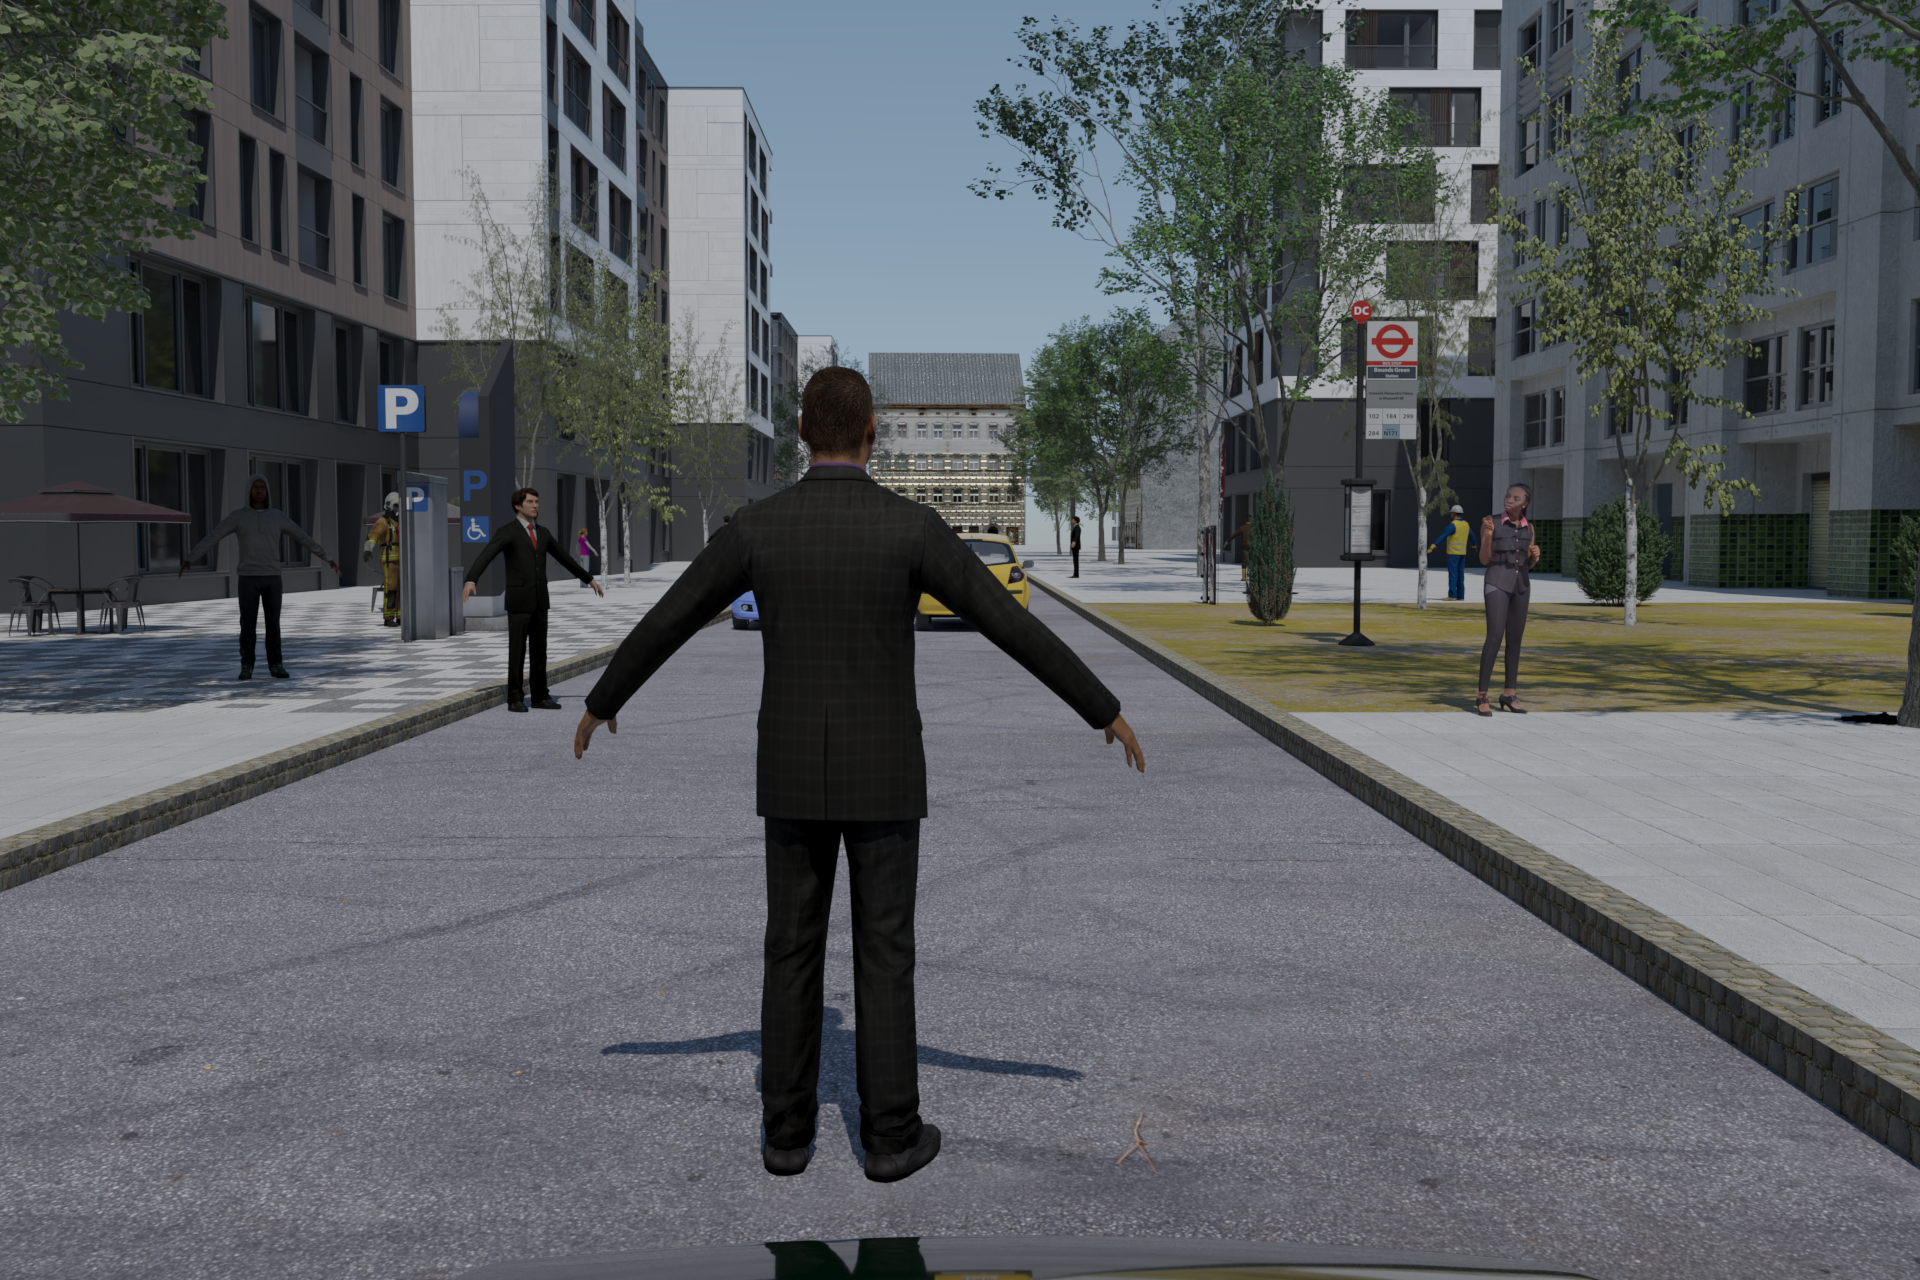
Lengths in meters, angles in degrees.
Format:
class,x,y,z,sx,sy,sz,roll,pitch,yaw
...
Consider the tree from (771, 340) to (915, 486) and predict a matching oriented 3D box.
class,x,y,z,sx,sy,sz,roll,pitch,yaw
tree,-8.357,-12.182,109.548,12.009,13.543,11.850,0,3,0

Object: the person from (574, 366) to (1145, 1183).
class,x,y,z,sx,sy,sz,roll,pitch,yaw
person,-0.263,0.291,3.920,1.346,1.802,0.704,1,4,10

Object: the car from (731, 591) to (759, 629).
class,x,y,z,sx,sy,sz,roll,pitch,yaw
car,-2.576,-1.076,27.183,1.945,1.707,3.694,0,3,0

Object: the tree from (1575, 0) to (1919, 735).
class,x,y,z,sx,sy,sz,roll,pitch,yaw
tree,6.602,-5.218,11.069,9.928,11.665,9.643,0,3,0

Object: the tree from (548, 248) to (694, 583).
class,x,y,z,sx,sy,sz,roll,pitch,yaw
tree,-8.658,-5.767,44.652,4.737,8.622,4.395,0,3,0

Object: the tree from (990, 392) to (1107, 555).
class,x,y,z,sx,sy,sz,roll,pitch,yaw
tree,5.935,-10.642,108.404,7.601,10.594,8.767,2,4,25

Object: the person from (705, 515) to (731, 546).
class,x,y,z,sx,sy,sz,roll,pitch,yaw
person,-6.929,-2.790,51.553,1.347,1.837,0.705,0,4,-5

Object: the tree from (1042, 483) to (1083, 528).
class,x,y,z,sx,sy,sz,roll,pitch,yaw
tree,6.690,-10.135,116.066,4.737,8.622,4.395,0,3,0

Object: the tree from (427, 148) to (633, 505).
class,x,y,z,sx,sy,sz,roll,pitch,yaw
tree,-8.532,-5.077,33.378,4.360,8.622,3.978,0,3,0

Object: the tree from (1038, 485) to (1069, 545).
class,x,y,z,sx,sy,sz,roll,pitch,yaw
tree,11.212,-15.554,204.666,4.737,8.622,4.395,0,3,0

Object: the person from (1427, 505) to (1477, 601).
class,x,y,z,sx,sy,sz,roll,pitch,yaw
person,9.500,-1.668,33.233,1.349,1.833,0.705,-2,4,-34

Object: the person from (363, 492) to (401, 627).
class,x,y,z,sx,sy,sz,roll,pitch,yaw
person,-7.818,-1.117,24.039,0.705,1.858,1.354,2,4,25

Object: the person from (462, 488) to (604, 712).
class,x,y,z,sx,sy,sz,roll,pitch,yaw
person,-3.495,-0.332,14.066,0.705,1.806,1.347,3,5,40

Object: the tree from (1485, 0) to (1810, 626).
class,x,y,z,sx,sy,sz,roll,pitch,yaw
tree,9.349,-4.495,23.863,4.737,8.622,4.395,0,3,0

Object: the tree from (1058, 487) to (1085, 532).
class,x,y,z,sx,sy,sz,roll,pitch,yaw
tree,13.696,-15.841,209.363,4.360,8.622,3.978,0,3,0

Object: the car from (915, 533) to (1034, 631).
class,x,y,z,sx,sy,sz,roll,pitch,yaw
car,0.174,-1.027,27.007,2.015,1.641,3.980,0,3,0

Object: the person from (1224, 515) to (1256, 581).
class,x,y,z,sx,sy,sz,roll,pitch,yaw
person,7.824,-2.497,46.958,1.346,1.812,0.704,1,4,13

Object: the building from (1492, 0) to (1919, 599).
class,x,y,z,sx,sy,sz,roll,pitch,yaw
building,26.206,-10.726,41.834,16.747,18.905,31.486,0,3,0

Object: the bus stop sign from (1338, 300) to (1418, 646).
class,x,y,z,sx,sy,sz,roll,pitch,yaw
bus stop sign,4.799,-1.907,19.879,0.855,3.939,0.416,0,4,0

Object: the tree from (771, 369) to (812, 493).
class,x,y,z,sx,sy,sz,roll,pitch,yaw
tree,-9.079,-10.043,98.619,8.767,10.594,7.601,0,4,5

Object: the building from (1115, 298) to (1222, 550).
class,x,y,z,sx,sy,sz,roll,pitch,yaw
building,23.965,-19.507,149.859,19.493,23.208,18.063,0,4,-1

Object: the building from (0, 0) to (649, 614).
class,x,y,z,sx,sy,sz,roll,pitch,yaw
building,-24.916,-12.204,43.506,27.936,21.610,32.646,0,4,1

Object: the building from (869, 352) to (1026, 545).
class,x,y,z,sx,sy,sz,roll,pitch,yaw
building,-1.926,-22.959,208.766,18.063,23.208,19.493,0,4,-3

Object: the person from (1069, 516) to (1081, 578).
class,x,y,z,sx,sy,sz,roll,pitch,yaw
person,3.343,-2.707,50.441,0.705,1.806,1.347,0,4,2

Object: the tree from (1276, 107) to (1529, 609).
class,x,y,z,sx,sy,sz,roll,pitch,yaw
tree,8.115,-4.833,29.375,4.360,8.622,3.978,0,3,0

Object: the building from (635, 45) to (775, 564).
class,x,y,z,sx,sy,sz,roll,pitch,yaw
building,-23.797,-14.265,77.200,27.936,21.610,32.646,0,4,-1

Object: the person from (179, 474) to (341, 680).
class,x,y,z,sx,sy,sz,roll,pitch,yaw
person,-6.210,-0.565,15.372,1.348,1.813,0.705,-2,4,-30

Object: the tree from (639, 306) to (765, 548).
class,x,y,z,sx,sy,sz,roll,pitch,yaw
tree,-8.207,-6.466,56.077,4.360,8.622,3.978,0,3,0

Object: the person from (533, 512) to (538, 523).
class,x,y,z,sx,sy,sz,roll,pitch,yaw
person,-8.416,-1.697,34.467,1.216,1.740,0.721,2,4,28

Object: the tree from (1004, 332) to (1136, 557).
class,x,y,z,sx,sy,sz,roll,pitch,yaw
tree,5.976,-10.983,97.697,7.486,12.596,7.792,0,3,0

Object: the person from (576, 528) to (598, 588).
class,x,y,z,sx,sy,sz,roll,pitch,yaw
person,-8.833,-1.939,40.974,0.599,1.433,0.991,-3,4,-39

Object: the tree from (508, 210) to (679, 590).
class,x,y,z,sx,sy,sz,roll,pitch,yaw
tree,-8.132,-5.475,39.878,4.360,8.622,3.978,0,3,0

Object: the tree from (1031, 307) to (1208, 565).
class,x,y,z,sx,sy,sz,roll,pitch,yaw
tree,6.604,-8.422,72.105,8.767,10.594,7.601,2,4,24

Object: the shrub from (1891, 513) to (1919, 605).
class,x,y,z,sx,sy,sz,roll,pitch,yaw
shrub,15.216,-1.354,26.556,1.690,2.028,1.600,0,3,0

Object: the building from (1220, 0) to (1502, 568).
class,x,y,z,sx,sy,sz,roll,pitch,yaw
building,25.853,-14.511,81.224,27.936,21.610,32.646,0,3,0

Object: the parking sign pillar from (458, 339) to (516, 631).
class,x,y,z,sx,sy,sz,roll,pitch,yaw
parking sign pillar,-6.374,-2.136,23.398,1.447,3.967,1.447,0,4,0

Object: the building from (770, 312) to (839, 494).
class,x,y,z,sx,sy,sz,roll,pitch,yaw
building,-27.109,-20.295,175.803,27.936,21.610,32.646,0,4,-1

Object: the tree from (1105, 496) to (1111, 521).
class,x,y,z,sx,sy,sz,roll,pitch,yaw
tree,19.014,-15.711,207.243,4.360,8.622,3.978,0,3,0

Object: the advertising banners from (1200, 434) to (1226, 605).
class,x,y,z,sx,sy,sz,roll,pitch,yaw
advertising banners,4.597,-2.157,31.454,0.090,3.025,2.074,0,4,-2

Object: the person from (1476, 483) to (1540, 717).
class,x,y,z,sx,sy,sz,roll,pitch,yaw
person,3.890,-0.291,12.274,0.415,1.643,0.593,2,4,32

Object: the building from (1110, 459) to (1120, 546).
class,x,y,z,sx,sy,sz,roll,pitch,yaw
building,21.060,-14.335,176.516,9.099,9.664,28.070,0,3,0

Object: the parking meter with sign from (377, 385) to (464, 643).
class,x,y,z,sx,sy,sz,roll,pitch,yaw
parking meter with sign,-6.539,-1.525,21.198,0.543,3.016,1.738,0,3,0

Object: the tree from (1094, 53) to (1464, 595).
class,x,y,z,sx,sy,sz,roll,pitch,yaw
tree,6.681,-6.784,36.671,9.928,11.665,9.643,0,3,0

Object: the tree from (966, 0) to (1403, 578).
class,x,y,z,sx,sy,sz,roll,pitch,yaw
tree,6.110,-11.838,49.439,12.611,20.169,13.585,0,3,0

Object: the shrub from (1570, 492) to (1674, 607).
class,x,y,z,sx,sy,sz,roll,pitch,yaw
shrub,11.730,-1.633,30.746,1.661,2.075,1.752,0,3,0

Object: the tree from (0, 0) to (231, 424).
class,x,y,z,sx,sy,sz,roll,pitch,yaw
tree,-8.491,-5.753,12.182,7.486,12.596,7.792,0,3,0

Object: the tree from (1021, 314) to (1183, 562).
class,x,y,z,sx,sy,sz,roll,pitch,yaw
tree,6.704,-9.484,80.817,9.928,11.665,9.643,0,3,0
